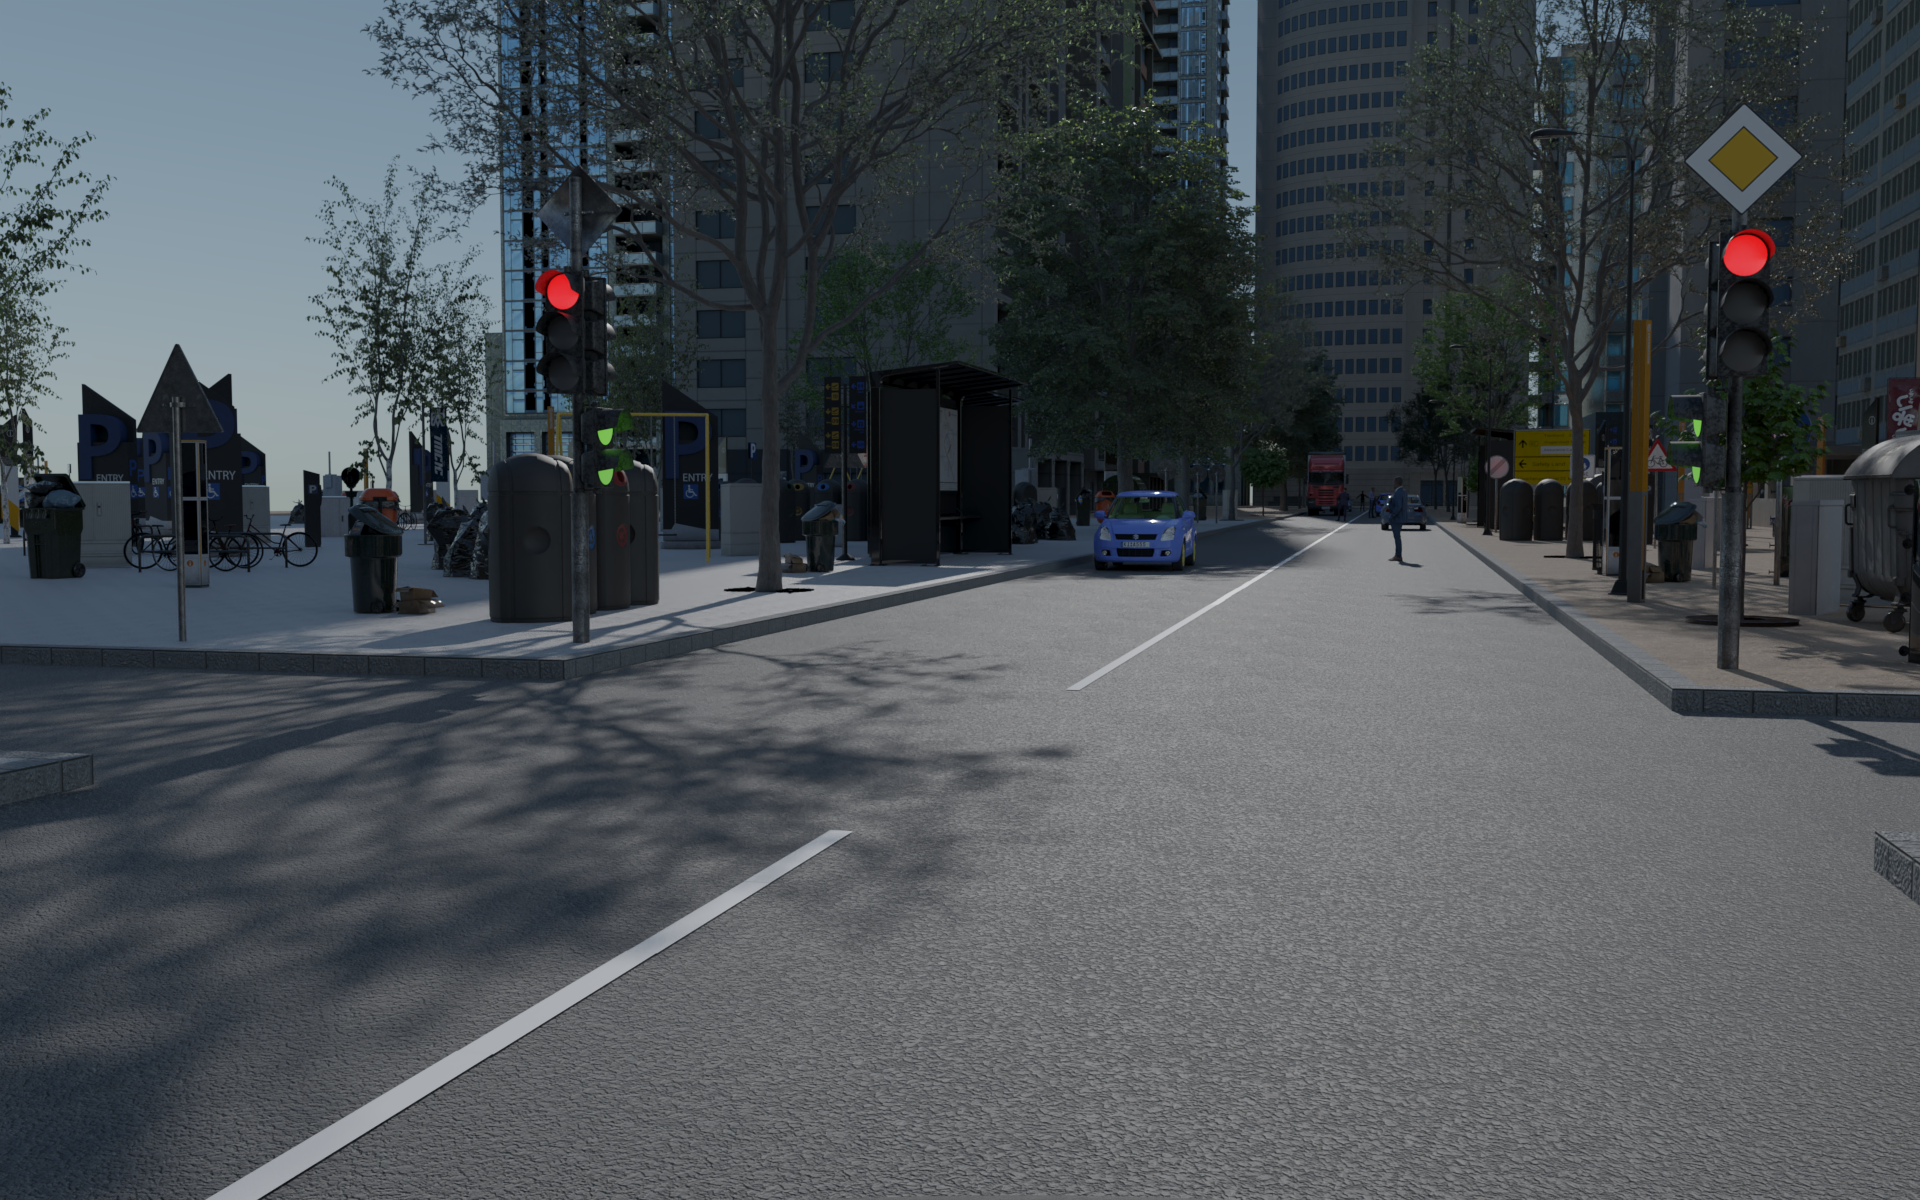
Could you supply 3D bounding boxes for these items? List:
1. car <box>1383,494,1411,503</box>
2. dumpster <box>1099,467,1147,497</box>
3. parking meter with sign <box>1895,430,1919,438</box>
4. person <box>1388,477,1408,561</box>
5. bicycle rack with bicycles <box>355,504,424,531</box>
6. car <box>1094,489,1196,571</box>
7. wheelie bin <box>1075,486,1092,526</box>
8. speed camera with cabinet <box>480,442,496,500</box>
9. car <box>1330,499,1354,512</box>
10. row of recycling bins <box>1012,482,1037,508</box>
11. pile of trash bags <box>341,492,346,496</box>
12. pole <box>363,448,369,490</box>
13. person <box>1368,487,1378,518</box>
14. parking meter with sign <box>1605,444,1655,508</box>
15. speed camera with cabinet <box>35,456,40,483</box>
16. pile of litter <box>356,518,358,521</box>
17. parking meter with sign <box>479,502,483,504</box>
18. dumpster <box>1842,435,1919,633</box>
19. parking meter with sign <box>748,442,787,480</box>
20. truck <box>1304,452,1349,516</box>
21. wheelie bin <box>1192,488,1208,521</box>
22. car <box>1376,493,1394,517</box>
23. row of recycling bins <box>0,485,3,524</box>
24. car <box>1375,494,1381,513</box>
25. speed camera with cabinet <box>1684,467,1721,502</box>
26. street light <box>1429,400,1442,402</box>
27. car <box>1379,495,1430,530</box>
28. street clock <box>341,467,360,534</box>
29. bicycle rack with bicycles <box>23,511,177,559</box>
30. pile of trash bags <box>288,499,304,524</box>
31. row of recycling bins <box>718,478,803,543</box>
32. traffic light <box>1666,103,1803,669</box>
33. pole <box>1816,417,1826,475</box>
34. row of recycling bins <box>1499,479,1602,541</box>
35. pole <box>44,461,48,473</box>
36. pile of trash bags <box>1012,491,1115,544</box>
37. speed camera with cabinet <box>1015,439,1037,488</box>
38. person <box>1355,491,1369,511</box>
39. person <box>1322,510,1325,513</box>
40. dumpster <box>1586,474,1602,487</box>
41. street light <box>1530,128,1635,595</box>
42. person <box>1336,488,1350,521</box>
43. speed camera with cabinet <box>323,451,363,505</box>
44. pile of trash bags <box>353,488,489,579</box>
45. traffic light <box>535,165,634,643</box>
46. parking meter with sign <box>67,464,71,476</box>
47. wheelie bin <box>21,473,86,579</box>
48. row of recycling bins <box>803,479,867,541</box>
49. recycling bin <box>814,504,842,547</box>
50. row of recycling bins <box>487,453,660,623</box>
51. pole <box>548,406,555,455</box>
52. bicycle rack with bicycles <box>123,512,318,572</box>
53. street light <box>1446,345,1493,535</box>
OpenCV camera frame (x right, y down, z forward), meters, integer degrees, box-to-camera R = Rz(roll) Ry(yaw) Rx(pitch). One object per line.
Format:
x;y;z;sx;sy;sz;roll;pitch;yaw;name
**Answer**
26.131;-5.651;102.616;2.015;1.641;3.980;1;4;13;car
5.793;-3.610;61.512;1.502;2.255;1.985;1;4;14;dumpster
11.677;-1.508;20.924;0.543;3.016;1.738;0;4;0;parking meter with sign
9.380;-1.737;37.082;0.419;1.800;0.721;1;4;19;person
-20.228;-2.958;61.737;2.925;0.926;2.852;3;5;44;bicycle rack with bicycles
3.621;-1.469;33.606;1.945;1.707;3.694;1;4;12;car
4.973;-3.781;69.721;0.693;1.594;0.980;0;4;2;wheelie bin
-17.693;-4.398;66.251;0.660;3.252;2.038;0;4;8;speed camera with cabinet
30.986;-7.881;140.854;2.014;1.417;4.499;1;4;13;car
0.812;-3.092;57.669;3.534;1.692;1.069;0;4;0;row of recycling bins
-8.823;-1.248;30.159;3.447;1.369;1.912;1;4;8;pile of trash bags
-26.461;-5.097;77.185;0.158;3.312;0.155;0;3;0;pole
24.611;-5.785;102.959;0.599;1.838;0.709;3;4;37;person
23.391;-3.925;60.436;1.738;3.016;0.543;-1;4;-17;parking meter with sign
-48.130;-5.882;90.514;0.660;3.252;2.038;-1;4;-12;speed camera with cabinet
-19.468;-2.578;56.111;1.176;0.858;1.719;1;4;16;pile of litter
-24.510;-5.800;91.096;1.738;3.016;0.543;-3;5;-44;parking meter with sign
9.296;-0.657;16.495;1.264;1.857;1.865;1;4;14;dumpster
-6.227;-3.798;58.363;1.738;3.016;0.543;1;4;15;parking meter with sign
24.794;-7.841;117.115;2.839;4.237;11.283;1;4;12;truck
11.616;-4.648;83.906;0.693;1.594;0.980;0;4;-2;wheelie bin
27.365;-6.162;110.334;1.945;1.707;3.694;1;4;13;car
-41.904;-4.096;74.089;1.069;1.692;3.534;1;4;10;row of recycling bins
32.616;-7.491;132.263;2.009;1.686;4.222;1;4;15;car
22.538;-3.550;52.375;0.660;3.252;2.038;3;5;43;speed camera with cabinet
23.848;-6.912;85.549;1.470;5.913;1.316;1;4;14;street light
17.968;-3.550;70.050;2.014;1.417;4.499;1;4;15;car
-16.241;-2.548;46.233;0.471;2.002;0.358;0;4;-7;street clock
-18.332;-1.439;36.906;2.852;0.926;2.925;0;4;7;bicycle rack with bicycles
-27.864;-4.068;76.260;1.912;1.369;3.447;1;4;16;pile of trash bags
-5.974;-2.312;44.916;3.534;1.692;1.069;-2;4;-29;row of recycling bins
5.633;-1.450;12.633;0.839;4.253;0.868;1;4;14;traffic light
22.711;-3.173;45.722;0.158;3.312;0.155;0;3;0;pole
16.709;-2.489;47.809;3.534;1.692;1.069;0;4;-3;row of recycling bins
-55.821;-6.851;105.864;0.158;3.312;0.155;0;3;0;pole
2.698;-2.363;48.385;3.447;1.369;1.912;-1;4;-13;pile of trash bags
2.684;-4.178;62.641;0.660;3.252;2.038;2;4;29;speed camera with cabinet
33.335;-8.199;143.374;1.217;1.723;0.721;1;4;21;person
27.293;-7.432;130.021;0.705;1.824;1.348;1;4;22;person
18.427;-2.680;49.571;1.264;1.857;1.865;1;4;14;dumpster
7.933;-3.028;22.057;1.470;5.913;1.316;1;4;14;street light
20.212;-5.048;91.478;0.683;1.767;0.568;0;4;2;person
-28.542;-5.262;80.372;2.038;3.252;0.660;1;4;19;speed camera with cabinet
-7.435;-1.028;26.563;3.447;1.369;1.912;-2;4;-25;pile of trash bags
-3.256;-1.586;14.846;0.839;4.253;0.868;1;4;14;traffic light
-51.939;-6.303;99.310;1.738;3.016;0.543;-3;4;-39;parking meter with sign
-13.784;-1.128;26.359;0.980;1.594;0.693;1;4;17;wheelie bin
-3.245;-2.463;47.391;3.534;1.692;1.069;1;4;20;row of recycling bins
-3.168;-1.805;42.072;0.722;1.027;0.722;0;4;-5;recycling bin
-4.185;-0.719;18.862;1.069;1.692;3.534;1;4;9;row of recycling bins
-9.514;-2.846;40.378;0.158;3.312;0.155;0;3;0;pole
-12.741;-0.977;29.360;2.925;0.926;2.852;0;4;-1;bicycle rack with bicycles
15.917;-4.978;53.934;1.470;5.913;1.316;1;4;14;street light
